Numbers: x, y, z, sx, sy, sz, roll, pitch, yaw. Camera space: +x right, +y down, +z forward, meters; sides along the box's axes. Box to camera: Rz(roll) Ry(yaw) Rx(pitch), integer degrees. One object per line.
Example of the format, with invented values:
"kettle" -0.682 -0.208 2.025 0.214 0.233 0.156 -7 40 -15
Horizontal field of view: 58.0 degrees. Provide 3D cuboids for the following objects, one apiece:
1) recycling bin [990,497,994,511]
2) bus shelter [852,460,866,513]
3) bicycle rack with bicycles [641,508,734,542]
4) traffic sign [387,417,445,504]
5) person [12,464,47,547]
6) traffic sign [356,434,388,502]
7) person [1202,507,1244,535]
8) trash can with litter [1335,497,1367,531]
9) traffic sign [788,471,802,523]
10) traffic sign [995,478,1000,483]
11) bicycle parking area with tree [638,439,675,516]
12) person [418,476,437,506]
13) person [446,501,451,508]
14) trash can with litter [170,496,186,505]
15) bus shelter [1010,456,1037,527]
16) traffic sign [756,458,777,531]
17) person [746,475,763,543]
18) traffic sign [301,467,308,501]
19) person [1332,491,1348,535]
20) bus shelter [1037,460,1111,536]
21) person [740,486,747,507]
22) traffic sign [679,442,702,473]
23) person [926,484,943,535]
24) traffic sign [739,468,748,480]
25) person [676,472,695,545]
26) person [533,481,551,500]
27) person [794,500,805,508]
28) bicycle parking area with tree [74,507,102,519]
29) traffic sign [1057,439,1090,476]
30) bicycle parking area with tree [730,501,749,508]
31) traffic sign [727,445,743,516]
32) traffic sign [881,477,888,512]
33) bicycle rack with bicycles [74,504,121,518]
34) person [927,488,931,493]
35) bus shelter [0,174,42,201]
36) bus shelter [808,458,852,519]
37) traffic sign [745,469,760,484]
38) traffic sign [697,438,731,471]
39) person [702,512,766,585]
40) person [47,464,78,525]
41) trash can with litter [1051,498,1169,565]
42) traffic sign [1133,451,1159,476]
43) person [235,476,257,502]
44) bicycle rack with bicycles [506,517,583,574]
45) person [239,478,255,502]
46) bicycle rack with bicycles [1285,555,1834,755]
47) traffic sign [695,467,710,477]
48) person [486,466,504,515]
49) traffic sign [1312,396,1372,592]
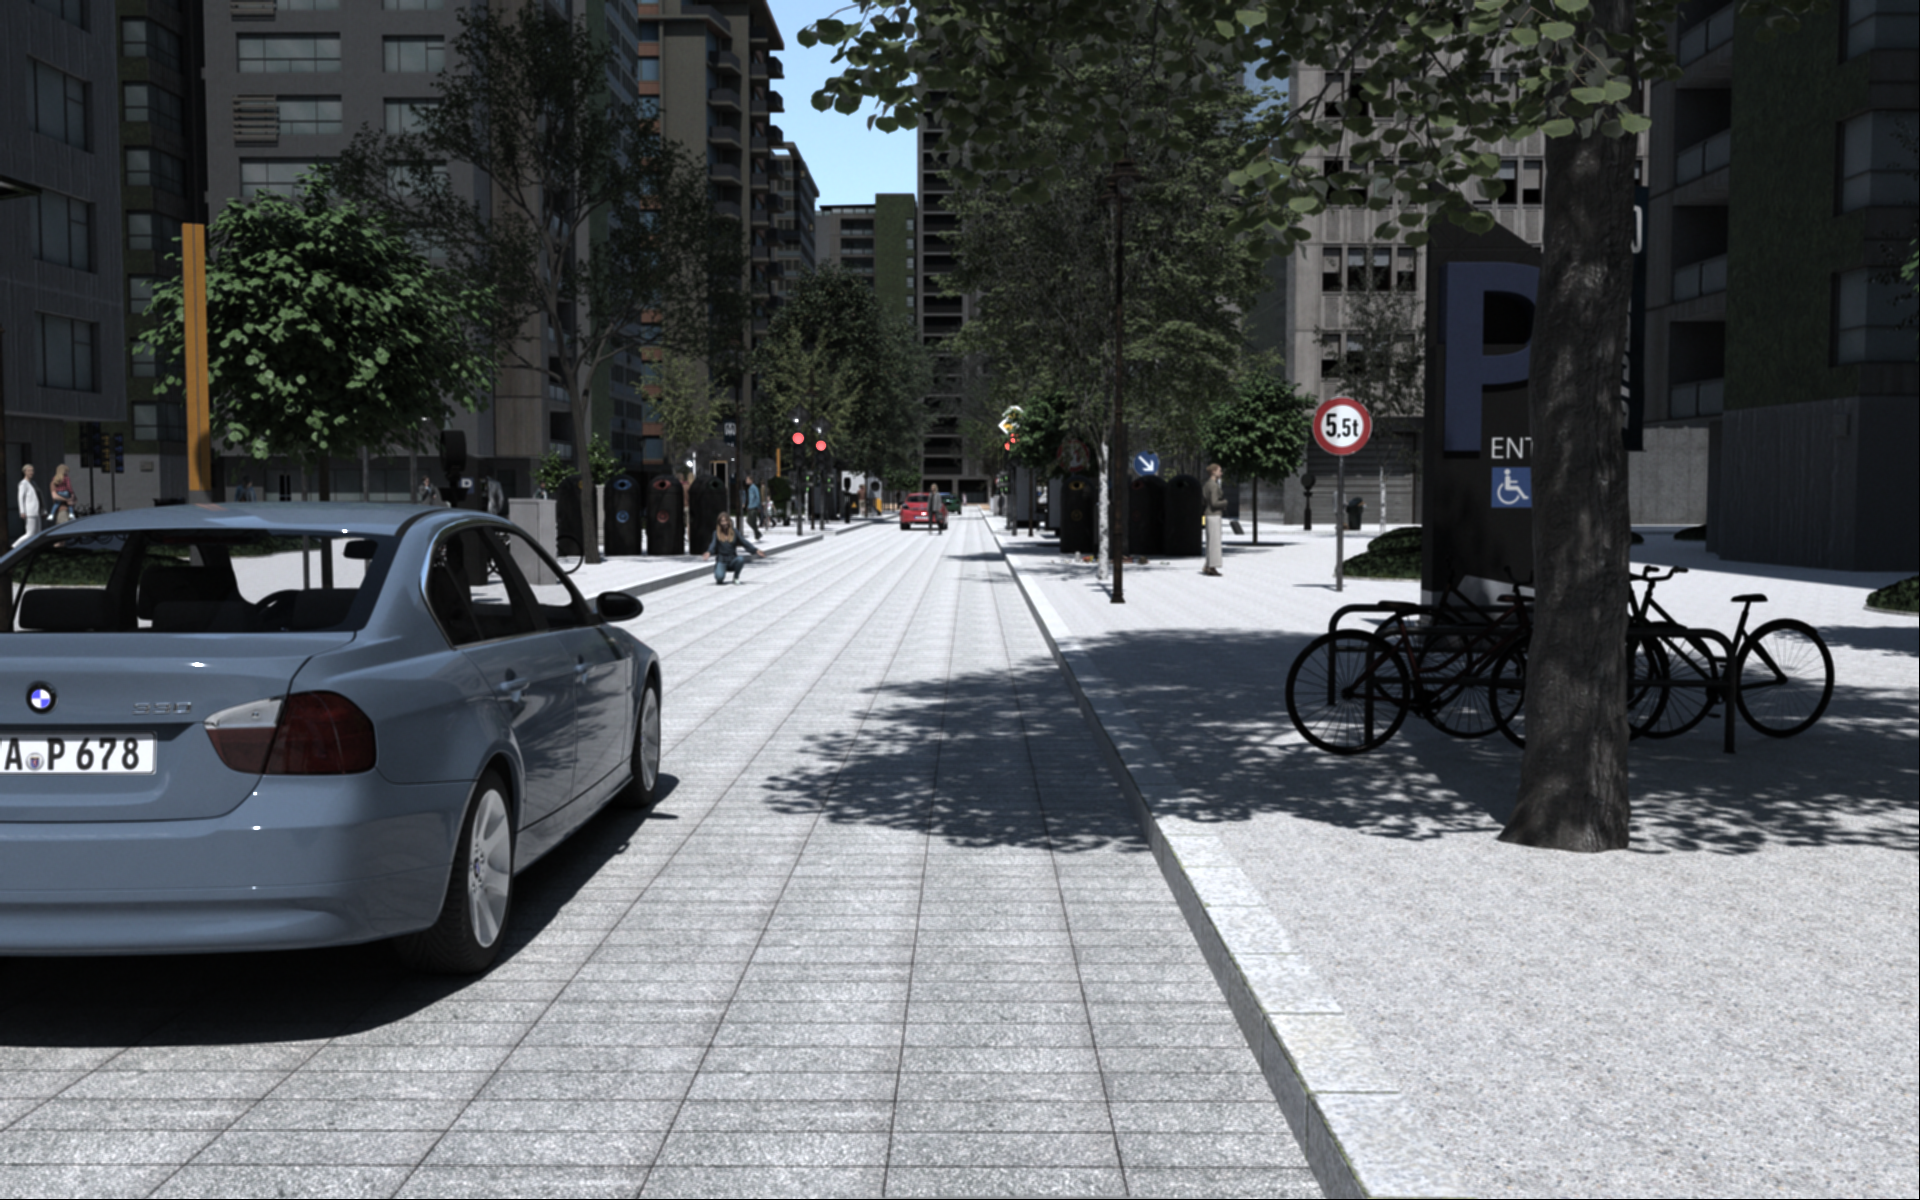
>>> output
"recycling bin" 2.684 -7.132 129.164 0.722 1.027 0.722 1 4 23
"bus shelter" -6.247 -6.687 103.249 2.014 3.302 5.546 0 4 0
"bicycle rack with bicycles" -7.375 -2.037 46.691 2.852 0.926 2.925 -3 5 -43
"traffic sign" -6.451 -1.245 20.460 0.768 2.556 0.104 0 4 7
"person" -17.635 -1.640 32.735 0.818 1.842 0.514 -2 4 -26
"traffic sign" -8.649 -1.536 25.226 0.768 2.556 0.104 0 4 7
"person" 8.625 -2.944 56.846 1.509 1.804 0.699 -1 4 -12
"trash can with litter" 13.758 -3.035 61.006 1.055 1.170 0.624 -2 4 -33
"traffic sign" -7.385 -4.617 77.621 0.606 2.300 0.079 0 4 3
"traffic sign" 2.897 -7.543 123.442 0.768 2.556 0.104 0 4 5
"bicycle parking area with tree" -19.032 -6.306 90.110 8.231 4.147 9.016 1 4 16
"person" -16.349 -2.910 53.421 0.447 1.846 0.655 3 5 41
"person" -14.003 -2.522 47.763 0.515 1.767 0.782 0 4 7
"trash can with litter" -28.020 -3.179 63.041 2.233 1.210 1.678 -3 4 -38
"bus shelter" 2.665 -4.305 64.313 2.014 3.302 5.546 0 4 1
"traffic sign" -6.789 -3.709 60.748 0.768 2.556 0.104 0 4 3
"person" -5.448 -2.419 45.934 0.444 1.785 0.601 -1 4 -12
"traffic sign" -7.490 -1.210 19.795 0.884 2.594 0.081 0 4 8
"person" 12.289 -2.876 55.727 0.583 1.804 0.606 -2 4 -31
"bus shelter" 3.411 -3.445 50.256 2.014 3.302 5.546 0 4 0
"person" -14.932 -6.893 118.773 0.581 1.822 0.654 1 4 11
"traffic sign" -6.740 -2.702 43.911 0.795 2.593 0.064 0 4 7
"person" -0.832 -3.189 60.815 0.709 1.800 0.728 3 4 36
"traffic sign" -8.429 -4.032 65.929 0.884 2.594 0.081 0 4 4
"person" -6.847 -2.287 43.414 0.580 1.828 0.573 -2 4 -33
"person" -15.406 -3.521 63.966 0.721 1.781 0.623 1 4 18
"person" -10.379 -6.097 111.223 0.738 1.151 1.012 -3 5 -44
"bicycle parking area with tree" -25.902 -3.572 45.411 9.016 4.147 8.231 0 4 5
"traffic sign" 2.622 -2.446 40.099 0.768 2.556 0.104 0 4 7
"bicycle parking area with tree" -19.015 -8.387 124.136 9.016 4.147 8.231 2 4 35
"traffic sign" -5.964 -2.719 44.557 0.768 2.556 0.104 0 4 5
"traffic sign" -5.587 -7.699 125.991 0.768 2.556 0.104 0 4 2
"bicycle rack with bicycles" -31.499 -2.976 62.042 2.925 0.926 2.852 0 4 -6
"person" -1.995 -6.593 116.270 0.580 1.828 0.573 2 4 26
"bus shelter" -7.910 -1.164 10.322 1.731 3.624 6.357 0 4 0
"bus shelter" -7.102 -6.023 92.393 2.014 3.302 5.546 0 4 0
"traffic sign" -8.454 -4.184 70.533 0.606 2.300 0.079 0 4 5
"traffic sign" -5.599 -2.404 39.405 0.768 2.556 0.104 0 4 2
"person" -3.584 -0.821 27.424 1.012 1.151 0.738 -1 4 -11
"person" -16.569 -1.589 31.994 0.580 1.828 0.573 3 5 42
"trash can with litter" 2.887 -1.291 32.163 1.678 1.210 2.233 -3 5 -40
"traffic sign" 5.448 -3.097 50.745 0.768 2.556 0.104 0 4 3
"person" -22.127 -2.924 53.718 0.638 1.841 0.748 0 4 -5
"bicycle rack with bicycles" -7.463 -0.860 27.450 2.925 0.926 2.852 -1 4 -16
"person" -18.596 -2.336 45.248 0.512 1.701 0.522 2 4 28
"bicycle rack with bicycles" 3.181 0.245 9.384 2.925 0.926 2.852 0 4 7
"traffic sign" -7.954 -3.267 53.517 0.768 2.556 0.104 0 4 6
"person" -9.337 -1.730 34.167 0.661 1.843 0.795 0 4 -3
"traffic sign" 4.993 -1.383 22.715 0.768 2.556 0.104 0 4 5
